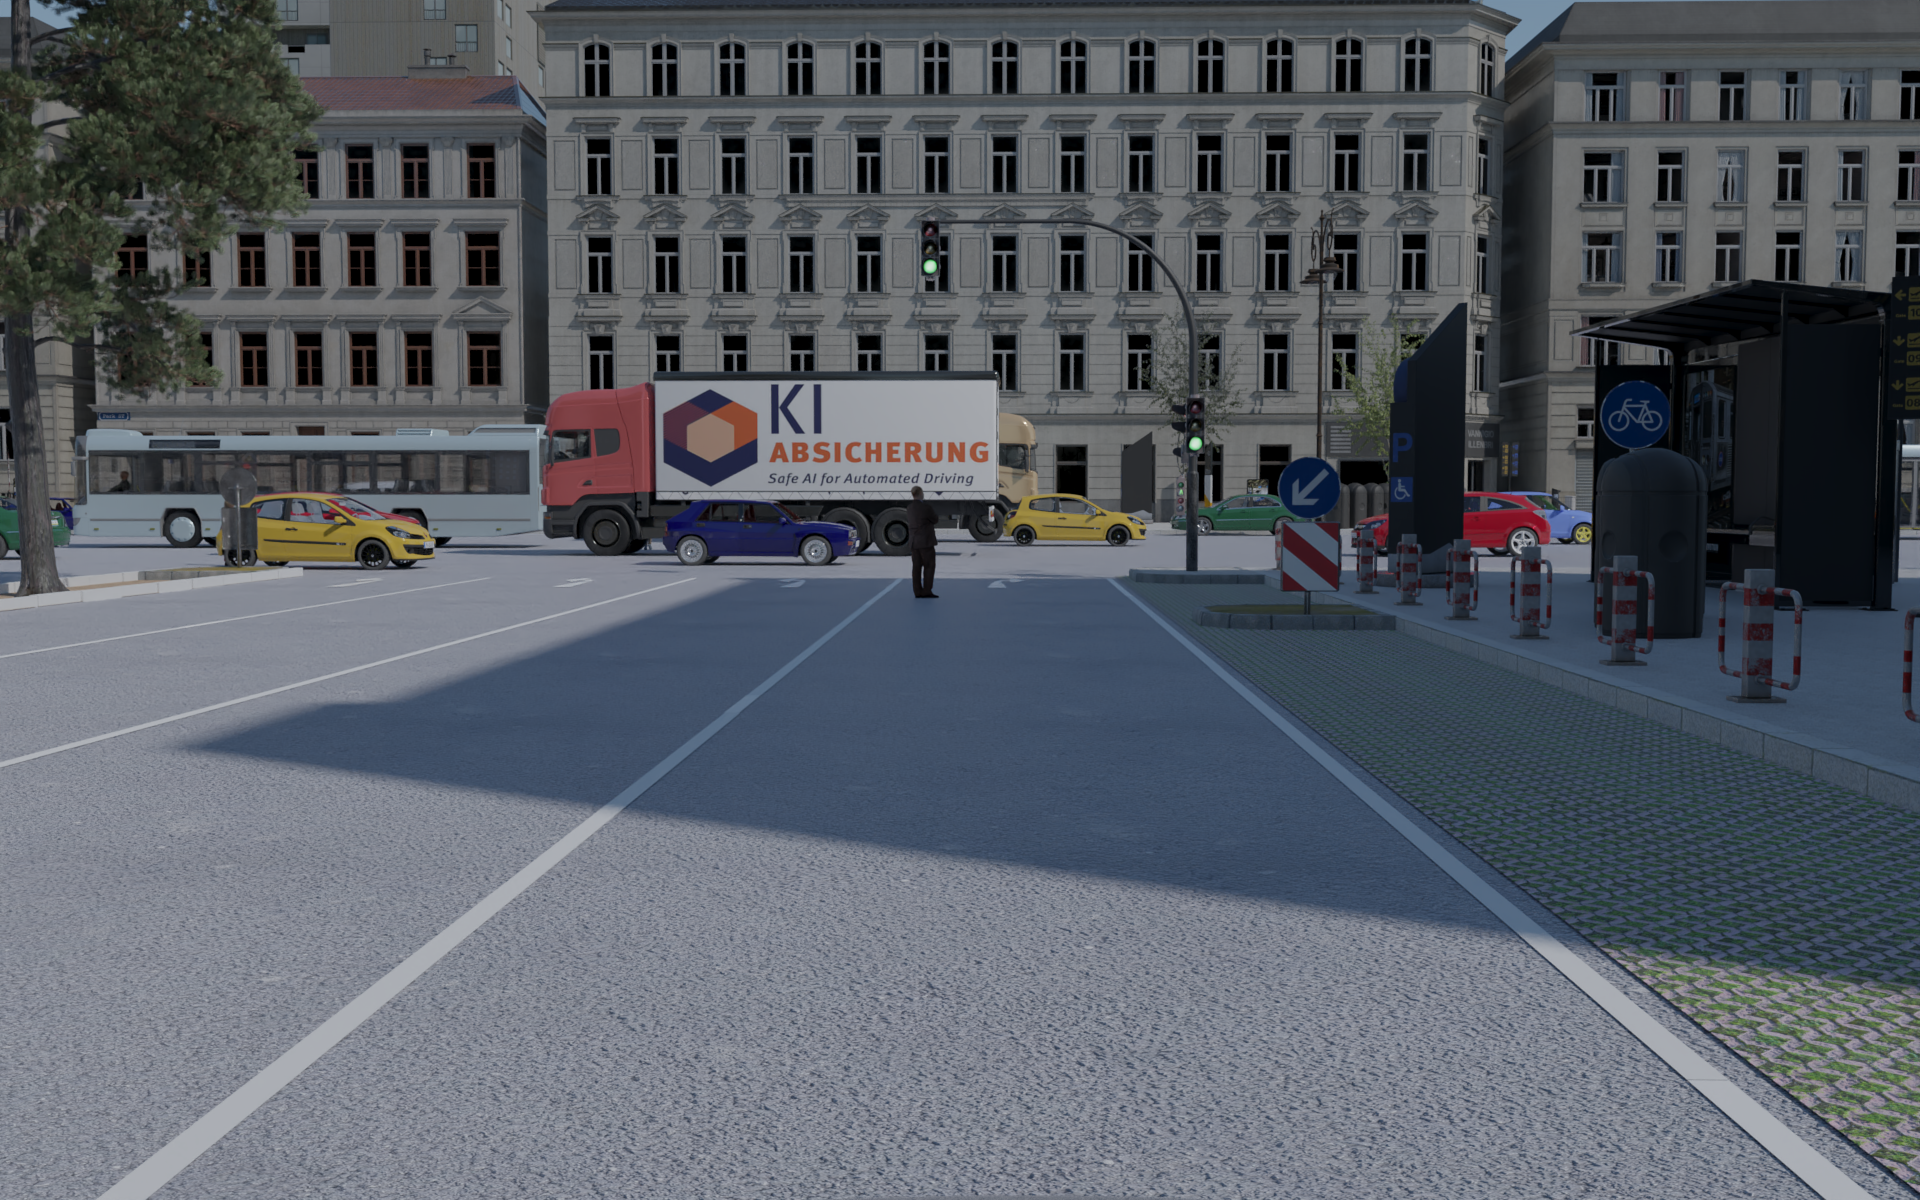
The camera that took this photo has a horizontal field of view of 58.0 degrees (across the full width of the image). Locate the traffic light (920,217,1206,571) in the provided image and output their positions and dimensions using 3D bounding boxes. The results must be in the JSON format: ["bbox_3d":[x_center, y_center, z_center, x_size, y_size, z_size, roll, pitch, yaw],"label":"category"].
[{"bbox_3d":[1.740,-3.302,28.651,4.771,5.953,1.251,0,4,2],"label":"traffic light"}]

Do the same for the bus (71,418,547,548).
[{"bbox_3d":[-17.671,-3.173,46.742,13.247,3.499,2.948,0,4,0],"label":"bus"}]

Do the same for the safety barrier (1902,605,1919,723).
[{"bbox_3d":[4.860,0.361,8.369,0.300,0.817,1.120,0,4,2],"label":"safety barrier"}]

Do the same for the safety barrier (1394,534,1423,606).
[{"bbox_3d":[5.180,-0.350,19.991,0.300,0.817,1.120,0,4,2],"label":"safety barrier"}]

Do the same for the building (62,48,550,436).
[{"bbox_3d":[-29.450,-15.121,83.379,21.152,22.565,11.583,0,4,2],"label":"building"}]

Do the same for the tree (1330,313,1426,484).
[{"bbox_3d":[17.127,-7.294,69.615,4.737,8.622,4.395,0,3,0],"label":"tree"}]

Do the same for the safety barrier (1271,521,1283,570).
[{"bbox_3d":[5.436,-0.919,29.297,0.300,0.817,1.120,0,4,2],"label":"safety barrier"}]

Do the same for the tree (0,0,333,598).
[{"bbox_3d":[-13.009,-6.975,23.928,7.806,13.903,7.818,0,3,0],"label":"tree"}]

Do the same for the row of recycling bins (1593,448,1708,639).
[{"bbox_3d":[6.746,-0.598,16.883,1.069,1.692,3.534,2,4,24],"label":"row of recycling bins"}]

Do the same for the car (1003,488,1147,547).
[{"bbox_3d":[3.168,-2.306,47.920,3.980,1.641,2.015,0,4,2],"label":"car"}]

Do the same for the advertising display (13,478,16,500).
[{"bbox_3d":[-36.885,-3.869,68.464,0.974,1.923,0.123,0,4,-1],"label":"advertising display"}]

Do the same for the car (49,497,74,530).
[{"bbox_3d":[-31.406,-2.946,60.748,3.894,1.354,1.945,0,4,0],"label":"car"}]

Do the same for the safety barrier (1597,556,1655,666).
[{"bbox_3d":[4.988,0.078,13.003,0.300,0.817,1.120,0,4,2],"label":"safety barrier"}]

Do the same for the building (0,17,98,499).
[{"bbox_3d":[-54.998,-15.445,85.811,30.059,22.955,16.112,0,4,2],"label":"building"}]

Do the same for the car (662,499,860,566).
[{"bbox_3d":[-4.010,-1.387,35.250,3.894,1.354,1.945,0,4,3],"label":"car"}]

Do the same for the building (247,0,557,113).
[{"bbox_3d":[-51.801,-34.945,160.582,27.495,52.752,28.713,0,4,2],"label":"building"}]

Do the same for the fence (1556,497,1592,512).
[{"bbox_3d":[22.235,-3.130,62.377,2.264,1.192,0.480,1,4,18],"label":"fence"}]

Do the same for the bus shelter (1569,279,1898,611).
[{"bbox_3d":[9.580,-1.881,22.038,1.731,3.624,6.357,0,4,1],"label":"bus shelter"}]

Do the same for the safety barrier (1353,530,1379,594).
[{"bbox_3d":[5.243,-0.493,22.333,0.300,0.817,1.120,0,4,2],"label":"safety barrier"}]

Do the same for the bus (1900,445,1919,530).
[{"bbox_3d":[29.483,-3.674,54.930,13.247,3.499,2.948,0,3,0],"label":"bus"}]

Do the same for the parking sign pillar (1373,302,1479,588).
[{"bbox_3d":[6.517,-2.181,24.132,1.447,3.967,1.447,-3,5,-43],"label":"parking sign pillar"}]

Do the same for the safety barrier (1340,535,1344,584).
[{"bbox_3d":[5.309,-0.635,24.650,0.300,0.817,1.120,0,4,2],"label":"safety barrier"}]

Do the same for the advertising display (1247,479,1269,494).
[{"bbox_3d":[12.789,-4.237,74.482,0.974,1.923,0.123,-1,4,-15],"label":"advertising display"}]

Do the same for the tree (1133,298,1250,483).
[{"bbox_3d":[8.724,-7.064,65.855,4.360,8.622,3.978,0,3,0],"label":"tree"}]

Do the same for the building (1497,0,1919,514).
[{"bbox_3d":[40.296,-15.258,82.751,30.059,22.955,16.112,0,4,2],"label":"building"}]

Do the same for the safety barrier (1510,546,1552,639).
[{"bbox_3d":[5.054,-0.066,15.346,0.300,0.817,1.120,0,4,2],"label":"safety barrier"}]

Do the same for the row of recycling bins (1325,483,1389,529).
[{"bbox_3d":[15.037,-3.521,64.686,3.534,1.692,1.069,-3,4,-37],"label":"row of recycling bins"}]

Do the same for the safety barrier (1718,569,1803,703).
[{"bbox_3d":[4.924,0.219,10.687,0.300,0.817,1.120,0,4,2],"label":"safety barrier"}]

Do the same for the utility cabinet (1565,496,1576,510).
[{"bbox_3d":[24.382,-3.549,69.188,0.306,1.237,1.020,2,4,27],"label":"utility cabinet"}]

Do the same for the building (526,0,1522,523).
[{"bbox_3d":[3.238,-18.837,84.396,44.131,29.872,17.030,0,4,2],"label":"building"}]

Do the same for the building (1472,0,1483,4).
[{"bbox_3d":[34.302,-51.578,155.978,22.319,86.520,31.000,0,4,2],"label":"building"}]

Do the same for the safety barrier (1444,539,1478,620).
[{"bbox_3d":[5.118,-0.208,17.669,0.300,0.817,1.120,0,4,2],"label":"safety barrier"}]

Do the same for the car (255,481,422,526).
[{"bbox_3d":[-14.896,-1.947,40.869,4.494,1.783,2.155,0,4,3],"label":"car"}]

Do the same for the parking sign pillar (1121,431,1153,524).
[{"bbox_3d":[7.553,-5.235,74.064,1.447,3.967,1.447,0,4,2],"label":"parking sign pillar"}]

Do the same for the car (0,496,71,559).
[{"bbox_3d":[-22.308,-1.615,38.203,4.920,1.459,2.131,0,3,0],"label":"car"}]
